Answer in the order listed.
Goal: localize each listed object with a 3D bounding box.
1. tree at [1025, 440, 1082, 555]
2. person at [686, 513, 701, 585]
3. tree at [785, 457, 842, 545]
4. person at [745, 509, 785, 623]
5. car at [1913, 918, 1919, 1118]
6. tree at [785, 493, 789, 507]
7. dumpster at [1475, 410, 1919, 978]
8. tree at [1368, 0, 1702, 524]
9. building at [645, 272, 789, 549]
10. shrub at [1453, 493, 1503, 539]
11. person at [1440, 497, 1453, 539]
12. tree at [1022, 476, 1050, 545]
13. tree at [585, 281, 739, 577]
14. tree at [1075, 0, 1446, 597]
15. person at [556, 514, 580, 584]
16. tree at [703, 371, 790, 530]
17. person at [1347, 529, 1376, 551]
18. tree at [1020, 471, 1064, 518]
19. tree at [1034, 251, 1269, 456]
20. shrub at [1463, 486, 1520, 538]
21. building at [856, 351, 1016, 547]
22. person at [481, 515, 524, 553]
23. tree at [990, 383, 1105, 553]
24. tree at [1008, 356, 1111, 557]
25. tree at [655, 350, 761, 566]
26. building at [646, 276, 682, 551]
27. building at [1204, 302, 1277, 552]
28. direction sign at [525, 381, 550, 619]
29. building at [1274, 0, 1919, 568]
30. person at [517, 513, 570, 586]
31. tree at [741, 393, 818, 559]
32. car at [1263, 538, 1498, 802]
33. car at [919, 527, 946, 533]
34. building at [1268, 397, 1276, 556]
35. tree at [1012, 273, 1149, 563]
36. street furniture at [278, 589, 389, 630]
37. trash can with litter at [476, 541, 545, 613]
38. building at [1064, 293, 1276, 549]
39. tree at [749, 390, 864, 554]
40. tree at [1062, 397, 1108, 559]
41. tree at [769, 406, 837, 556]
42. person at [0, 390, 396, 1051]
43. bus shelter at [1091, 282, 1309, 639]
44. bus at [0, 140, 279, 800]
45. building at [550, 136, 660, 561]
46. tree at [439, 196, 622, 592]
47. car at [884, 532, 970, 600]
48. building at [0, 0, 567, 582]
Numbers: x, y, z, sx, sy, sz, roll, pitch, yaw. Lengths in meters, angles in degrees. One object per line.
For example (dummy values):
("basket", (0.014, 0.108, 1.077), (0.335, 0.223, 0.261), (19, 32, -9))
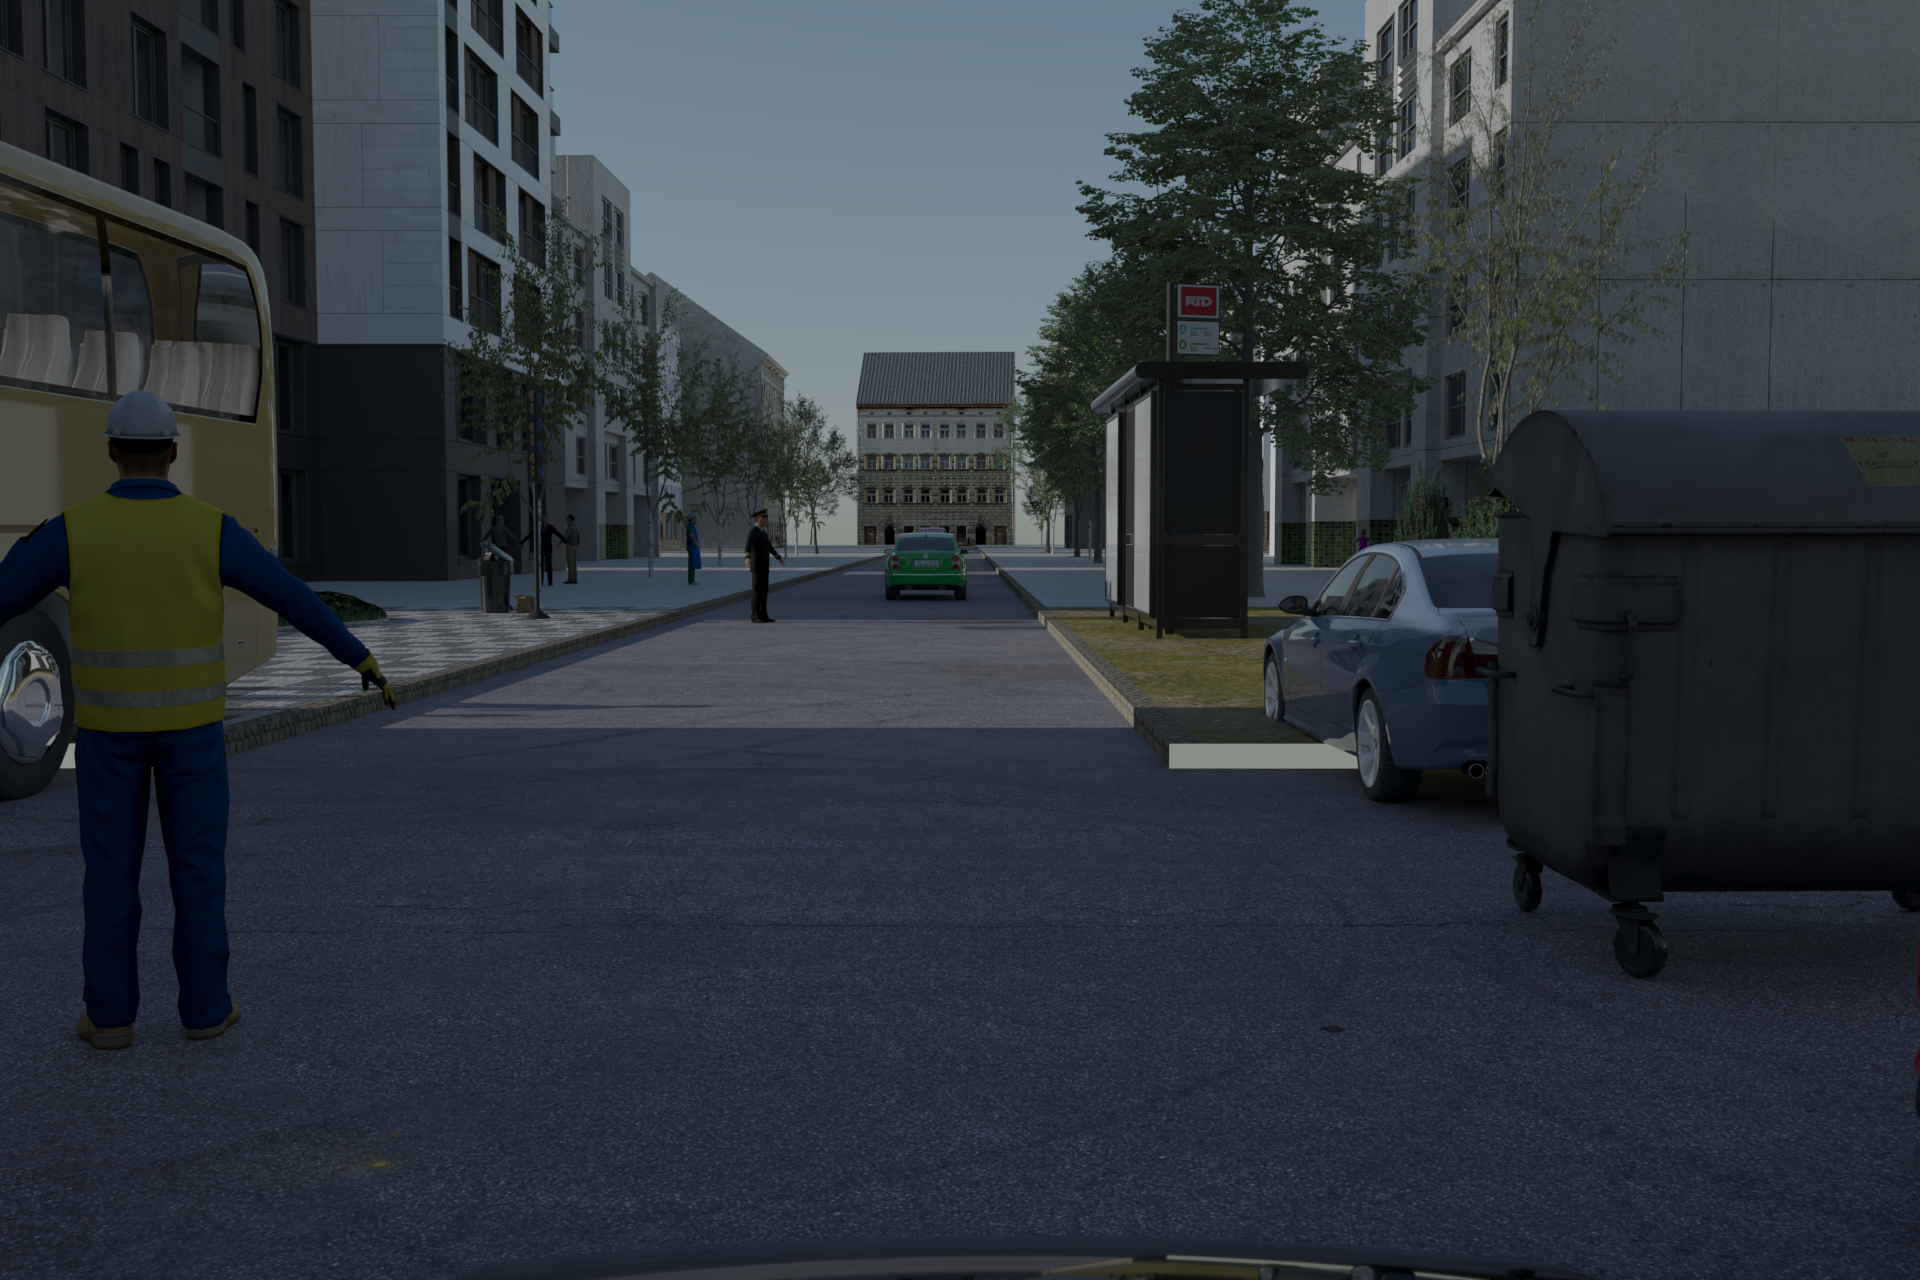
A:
("tree", (5.949, -9.679, 108.615), (4.737, 8.622, 4.395), (0, 3, 0))
("person", (-6.747, -2.308, 43.860), (0.704, 1.817, 1.347), (-1, 4, -12))
("tree", (-17.680, -16.776, 208.691), (7.601, 10.594, 8.767), (0, 4, 8))
("person", (-3.203, -1.199, 27.995), (0.705, 1.837, 1.347), (1, 4, 19))
("car", (2.850, 0.443, 1.805), (2.155, 1.783, 4.494), (0, 3, 0))
("tree", (-21.407, -15.409, 202.295), (4.360, 8.622, 3.978), (0, 3, 0))
("dumpster", (2.879, 0.132, 6.064), (1.865, 1.857, 1.264), (0, 4, -1))
("tree", (7.065, -4.467, 23.398), (4.360, 8.622, 3.978), (0, 3, 0))
("building", (-25.850, -19.793, 154.536), (19.493, 23.208, 18.063), (0, 3, 0))
("shrub", (8.914, -1.520, 28.902), (1.661, 2.075, 1.752), (0, 3, 0))
("person", (7.072, -1.168, 25.248), (0.704, 1.843, 1.345), (1, 4, 15))
("tree", (9.650, -15.805, 208.770), (4.737, 8.622, 4.395), (0, 3, 0))
("tree", (-8.969, -6.176, 51.342), (4.737, 8.622, 4.395), (0, 3, 0))
("tree", (5.670, -7.163, 35.250), (7.486, 12.596, 7.792), (0, 3, 0))
("person", (-10.054, -2.349, 44.681), (0.705, 1.796, 1.348), (1, 4, 9))
("tree", (-9.385, -7.804, 77.965), (4.360, 8.622, 3.978), (0, 3, 0))
("person", (11.576, -2.470, 49.656), (0.991, 1.433, 0.599), (2, 4, 26))
("tree", (10.522, -16.331, 201.426), (7.601, 10.594, 8.767), (0, 4, 5))
("tree", (6.617, -8.242, 60.510), (9.928, 11.665, 9.643), (0, 3, 0))
("shrub", (5.752, -0.805, 17.575), (1.690, 2.028, 1.600), (0, 3, 0))
("building", (-2.457, -22.890, 207.631), (18.063, 23.208, 19.493), (0, 4, 2))
("person", (-12.992, -2.621, 48.982), (1.348, 1.813, 0.705), (1, 4, 16))
("tree", (5.879, -11.666, 116.487), (9.928, 11.665, 9.643), (0, 3, 0))
("tree", (6.686, -10.428, 96.248), (9.928, 11.665, 9.643), (0, 3, 0))
("tree", (-9.781, -7.280, 69.391), (4.737, 8.622, 4.395), (0, 3, 0))
("building", (-27.627, -16.636, 128.417), (16.016, 20.090, 11.380), (0, 4, -1))
("building", (24.744, -17.259, 138.596), (16.016, 20.090, 11.380), (0, 4, 1))
("direction sign", (-6.415, -2.091, 26.191), (0.379, 3.537, 0.876), (0, 4, 0))
("building", (21.830, -11.718, 58.050), (16.747, 18.905, 31.486), (0, 3, 0))
("person", (-10.305, -2.246, 42.945), (1.346, 1.802, 0.704), (0, 4, 2))
("tree", (-8.889, -8.526, 89.770), (4.360, 8.622, 3.978), (0, 3, 0))
("car", (3.040, 0.088, 10.563), (2.014, 1.417, 4.499), (0, 4, -1))
("car", (-1.577, -5.472, 98.132), (2.281, 1.827, 5.304), (0, 3, 0))
("building", (23.015, -9.061, 90.293), (9.099, 9.664, 28.070), (0, 4, 0))
("tree", (5.708, -9.660, 76.076), (7.486, 12.596, 7.792), (0, 3, 0))
("street furniture", (-11.307, -0.383, 21.888), (5.734, 0.657, 10.072), (1, 4, 9))
("trash can with litter", (-7.315, -1.028, 28.197), (1.055, 1.170, 0.624), (0, 4, 2))
("building", (23.657, -19.533, 163.338), (27.936, 21.610, 32.646), (0, 3, 0))
("tree", (-9.535, -10.860, 111.974), (7.601, 10.594, 8.767), (3, 4, 39))
("tree", (6.338, -8.380, 87.373), (4.360, 8.622, 3.978), (0, 3, 0))
("tree", (-9.269, -9.088, 98.951), (4.737, 8.622, 4.395), (0, 3, 0))
("person", (-2.299, 0.214, 4.920), (1.349, 1.833, 0.705), (-2, 4, -24))
("bus shelter", (3.138, -2.917, 25.328), (2.179, 5.291, 8.768), (0, 4, -1))
("bus", (-6.246, -0.915, 6.510), (2.896, 3.916, 12.252), (0, 4, 0))
("building", (-25.427, -13.138, 81.260), (16.747, 18.905, 31.486), (0, 4, 1))
("tree", (-9.406, -5.373, 38.212), (4.737, 8.622, 4.395), (0, 3, 0))
("car", (-0.754, -1.847, 38.993), (1.959, 1.807, 4.718), (0, 4, -1))
("building", (-27.854, -12.254, 44.327), (27.936, 21.610, 32.646), (0, 4, 0))
